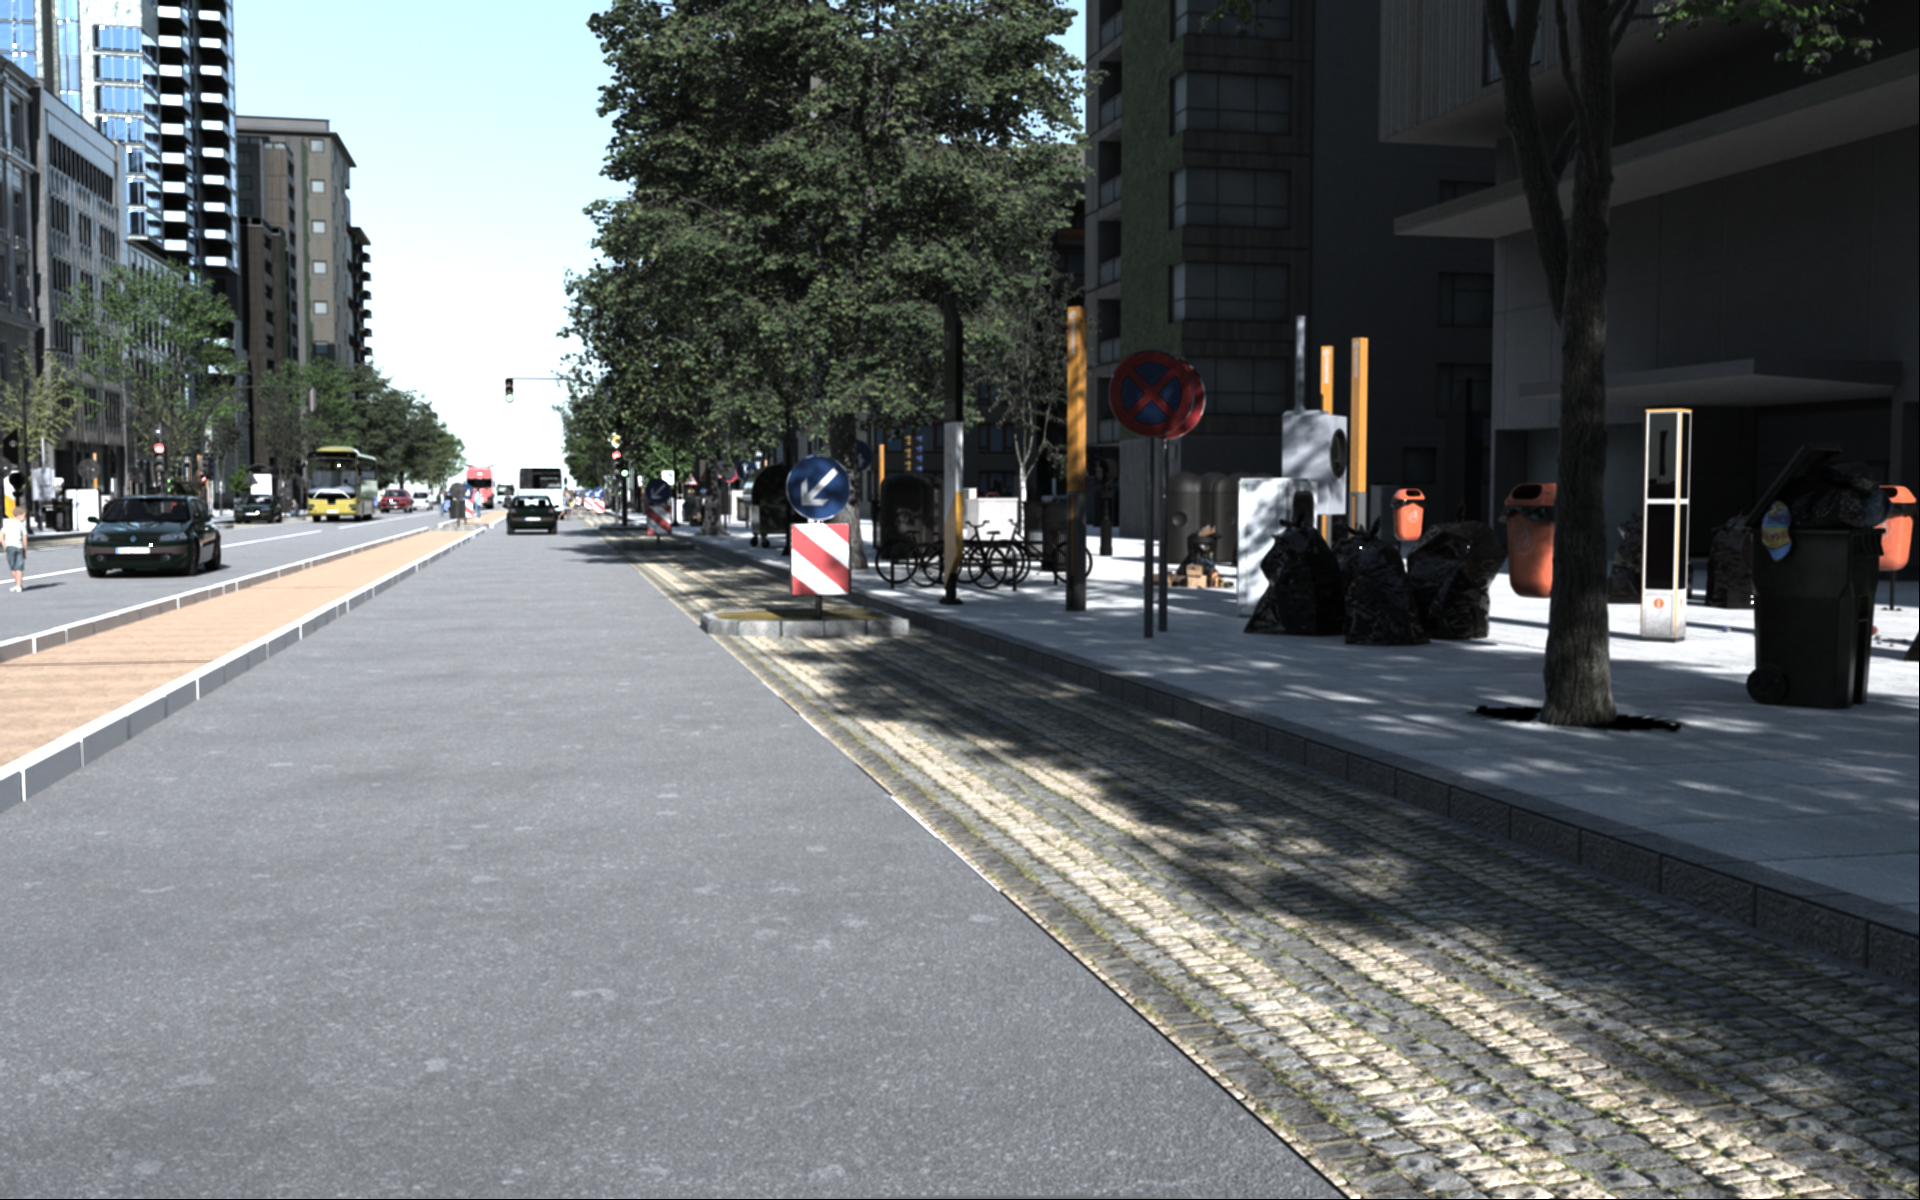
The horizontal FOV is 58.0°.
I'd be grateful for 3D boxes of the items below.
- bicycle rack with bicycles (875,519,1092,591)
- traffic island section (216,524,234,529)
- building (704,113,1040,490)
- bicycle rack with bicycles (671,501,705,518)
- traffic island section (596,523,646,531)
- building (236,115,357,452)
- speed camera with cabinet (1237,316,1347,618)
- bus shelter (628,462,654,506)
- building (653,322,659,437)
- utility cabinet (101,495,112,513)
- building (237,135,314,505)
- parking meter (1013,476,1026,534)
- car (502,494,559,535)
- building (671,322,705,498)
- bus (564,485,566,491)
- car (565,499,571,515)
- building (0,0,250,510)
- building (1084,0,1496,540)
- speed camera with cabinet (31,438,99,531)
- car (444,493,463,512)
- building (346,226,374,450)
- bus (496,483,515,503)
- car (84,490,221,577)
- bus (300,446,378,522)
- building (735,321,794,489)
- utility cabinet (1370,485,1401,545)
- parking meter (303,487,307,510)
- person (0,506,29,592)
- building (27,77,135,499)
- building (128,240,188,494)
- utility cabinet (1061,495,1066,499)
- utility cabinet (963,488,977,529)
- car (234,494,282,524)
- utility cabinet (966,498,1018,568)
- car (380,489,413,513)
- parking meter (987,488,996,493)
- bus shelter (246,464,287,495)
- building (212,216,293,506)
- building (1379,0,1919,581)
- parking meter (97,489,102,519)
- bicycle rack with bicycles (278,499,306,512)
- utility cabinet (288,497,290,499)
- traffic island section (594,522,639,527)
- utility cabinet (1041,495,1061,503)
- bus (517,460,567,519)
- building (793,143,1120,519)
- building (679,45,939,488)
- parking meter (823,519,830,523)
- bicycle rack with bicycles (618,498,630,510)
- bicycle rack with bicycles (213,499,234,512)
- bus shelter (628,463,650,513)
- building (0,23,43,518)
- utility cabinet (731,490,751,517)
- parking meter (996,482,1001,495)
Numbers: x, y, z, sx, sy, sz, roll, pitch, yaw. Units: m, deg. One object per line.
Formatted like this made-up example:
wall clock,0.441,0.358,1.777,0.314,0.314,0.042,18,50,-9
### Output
bicycle rack with bicycles,0.119,-0.660,24.168,2.925,0.926,2.852,1,4,22
traffic island section,-31.642,-3.071,72.499,2.009,0.180,2.903,-1,4,-13
building,-10.171,-29.900,180.741,32.217,40.220,23.993,-1,4,-13
bicycle rack with bicycles,-13.945,-4.703,90.275,2.925,0.926,2.852,-2,4,-26
traffic island section,-13.266,-2.834,68.621,2.009,0.180,2.903,-1,4,-13
building,-100.817,-40.054,244.114,28.713,52.752,27.495,-1,4,-13
speed camera with cabinet,3.605,-1.486,18.626,0.660,3.252,2.038,2,4,29
bus shelter,-23.607,-8.382,128.335,1.731,3.624,6.357,-1,4,-13
building,-40.983,-41.251,294.065,23.786,49.044,30.456,-1,4,-13
utility cabinet,-50.927,-5.609,102.871,1.020,1.237,0.306,0,4,0
building,-80.080,-31.068,191.552,14.154,41.232,14.086,-1,4,-13
parking meter,1.923,-3.072,55.944,0.255,1.863,0.399,3,4,37
car,-15.442,-3.218,62.403,2.009,1.686,4.222,-1,4,-15
building,-34.873,-37.345,265.215,22.147,44.769,28.867,-1,4,-13
bus,-38.509,-10.286,163.029,2.948,3.499,13.247,-1,4,-14
car,-28.341,-6.712,121.543,2.131,1.459,4.920,-1,4,-15
building,-76.277,-51.425,153.478,22.319,86.520,31.000,-1,4,-13
building,11.210,-22.647,53.878,14.154,41.232,14.086,-1,4,-13
speed camera with cabinet,-31.700,-4.098,61.344,2.038,3.252,0.660,-3,4,-36
car,-40.273,-7.841,137.784,1.945,1.707,3.694,-1,4,-15
building,-104.537,-37.783,272.383,22.147,44.769,28.867,-1,4,-13
bus,-71.406,-16.957,272.112,2.948,3.499,13.247,-1,4,-15
car,-14.486,-1.309,31.185,2.009,1.686,4.222,-1,4,-15
bus,-32.870,-6.163,92.320,2.896,3.916,12.252,-1,4,-14
building,-2.204,-17.784,135.814,27.650,21.520,28.899,-1,4,-13
utility cabinet,10.539,-2.091,42.864,0.318,1.500,1.173,3,4,37
parking meter,-54.172,-8.410,143.219,0.255,1.863,0.399,-2,4,-30
person,-13.905,-0.752,25.485,0.332,1.250,0.352,1,4,20
building,-60.109,-17.679,107.069,12.078,24.808,19.932,-1,4,-13
building,-63.107,-16.937,126.067,9.793,20.994,18.267,-1,4,-13
utility cabinet,5.219,-4.682,87.716,1.020,1.237,0.306,-2,4,-30
utility cabinet,0.293,-3.359,63.592,0.318,1.500,1.173,-1,4,-16
car,-34.286,-4.577,84.617,2.009,1.686,4.222,-1,4,-13
utility cabinet,0.563,-1.173,30.335,0.306,1.237,1.020,3,5,45
car,-43.254,-7.602,132.961,2.281,1.827,5.304,-1,4,-12
parking meter,1.309,-3.903,72.221,0.372,1.533,0.369,0,3,0
bus shelter,-47.722,-7.658,119.124,2.014,3.302,5.546,-1,4,-13
building,-77.378,-24.854,178.060,14.160,30.474,14.107,-1,4,-13
building,24.780,-26.694,25.686,28.713,52.752,27.495,-1,4,-13
parking meter,-41.416,-4.569,83.108,0.372,1.533,0.369,0,3,0
bicycle rack with bicycles,-48.256,-6.748,123.714,2.852,0.926,2.925,-2,4,-35
utility cabinet,-50.241,-7.221,129.220,0.306,1.237,1.020,0,4,-7
traffic island section,-15.105,-3.310,76.393,2.009,0.180,2.903,-1,4,-13
utility cabinet,4.359,-4.464,84.146,0.306,1.237,1.020,-2,4,-33
bus,-24.733,-6.584,102.513,2.948,3.499,13.247,-1,4,-13
building,6.283,-15.919,105.320,28.899,21.520,27.650,-1,4,-13
building,-17.885,-37.658,204.943,28.713,52.752,27.495,-1,4,-13
parking meter,-3.394,-2.433,45.490,0.255,1.863,0.399,3,5,41
bicycle rack with bicycles,-27.311,-7.865,141.980,2.852,0.926,2.925,-2,4,-26
bicycle rack with bicycles,-59.154,-7.630,138.140,2.852,0.926,2.925,1,4,15
bus shelter,-21.935,-8.710,120.033,2.179,5.291,8.768,-1,4,-13
building,-56.157,-18.423,87.127,13.634,28.700,20.117,-1,4,-13
utility cabinet,-11.794,-5.218,93.995,1.173,1.500,0.318,0,4,1
parking meter,1.815,-4.623,81.297,0.255,1.863,0.399,0,3,0
